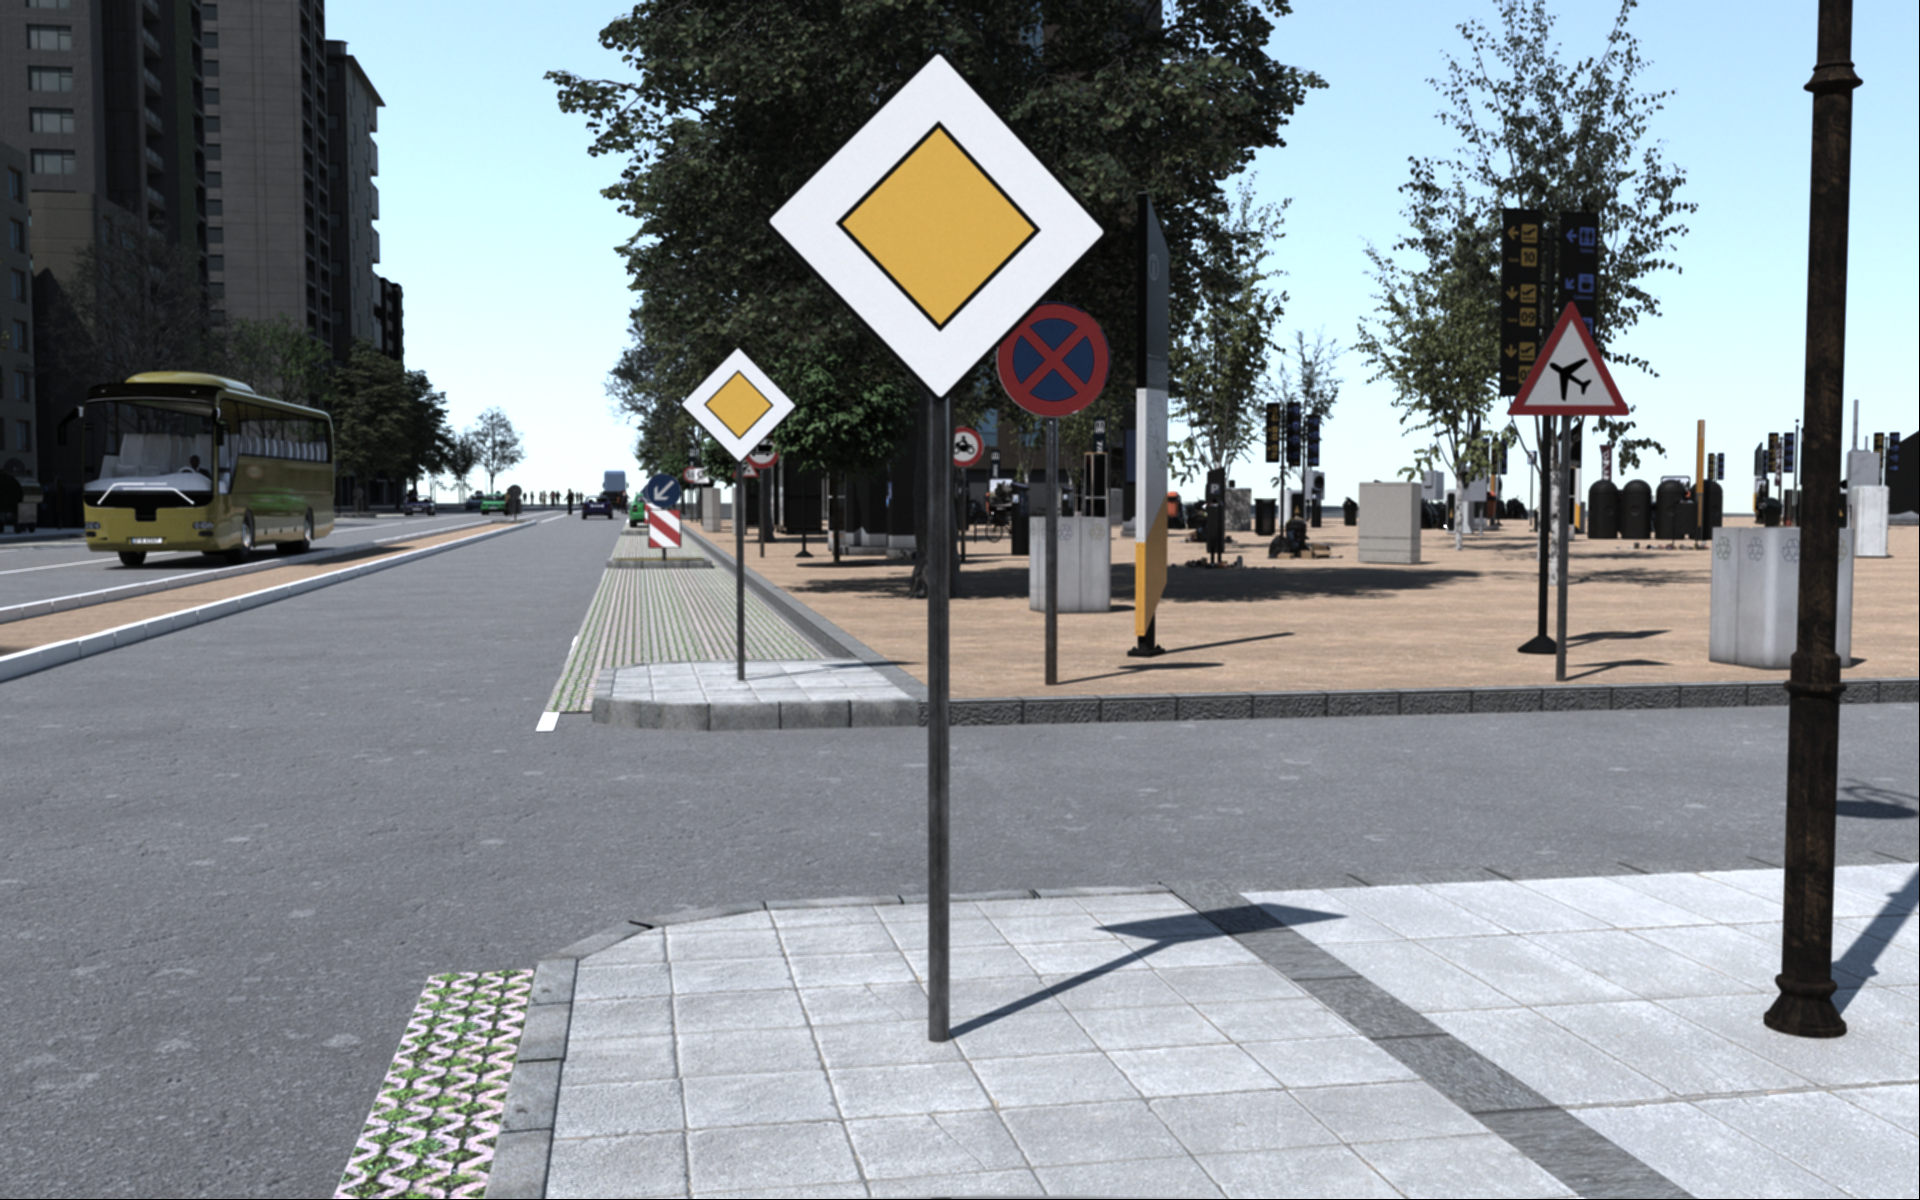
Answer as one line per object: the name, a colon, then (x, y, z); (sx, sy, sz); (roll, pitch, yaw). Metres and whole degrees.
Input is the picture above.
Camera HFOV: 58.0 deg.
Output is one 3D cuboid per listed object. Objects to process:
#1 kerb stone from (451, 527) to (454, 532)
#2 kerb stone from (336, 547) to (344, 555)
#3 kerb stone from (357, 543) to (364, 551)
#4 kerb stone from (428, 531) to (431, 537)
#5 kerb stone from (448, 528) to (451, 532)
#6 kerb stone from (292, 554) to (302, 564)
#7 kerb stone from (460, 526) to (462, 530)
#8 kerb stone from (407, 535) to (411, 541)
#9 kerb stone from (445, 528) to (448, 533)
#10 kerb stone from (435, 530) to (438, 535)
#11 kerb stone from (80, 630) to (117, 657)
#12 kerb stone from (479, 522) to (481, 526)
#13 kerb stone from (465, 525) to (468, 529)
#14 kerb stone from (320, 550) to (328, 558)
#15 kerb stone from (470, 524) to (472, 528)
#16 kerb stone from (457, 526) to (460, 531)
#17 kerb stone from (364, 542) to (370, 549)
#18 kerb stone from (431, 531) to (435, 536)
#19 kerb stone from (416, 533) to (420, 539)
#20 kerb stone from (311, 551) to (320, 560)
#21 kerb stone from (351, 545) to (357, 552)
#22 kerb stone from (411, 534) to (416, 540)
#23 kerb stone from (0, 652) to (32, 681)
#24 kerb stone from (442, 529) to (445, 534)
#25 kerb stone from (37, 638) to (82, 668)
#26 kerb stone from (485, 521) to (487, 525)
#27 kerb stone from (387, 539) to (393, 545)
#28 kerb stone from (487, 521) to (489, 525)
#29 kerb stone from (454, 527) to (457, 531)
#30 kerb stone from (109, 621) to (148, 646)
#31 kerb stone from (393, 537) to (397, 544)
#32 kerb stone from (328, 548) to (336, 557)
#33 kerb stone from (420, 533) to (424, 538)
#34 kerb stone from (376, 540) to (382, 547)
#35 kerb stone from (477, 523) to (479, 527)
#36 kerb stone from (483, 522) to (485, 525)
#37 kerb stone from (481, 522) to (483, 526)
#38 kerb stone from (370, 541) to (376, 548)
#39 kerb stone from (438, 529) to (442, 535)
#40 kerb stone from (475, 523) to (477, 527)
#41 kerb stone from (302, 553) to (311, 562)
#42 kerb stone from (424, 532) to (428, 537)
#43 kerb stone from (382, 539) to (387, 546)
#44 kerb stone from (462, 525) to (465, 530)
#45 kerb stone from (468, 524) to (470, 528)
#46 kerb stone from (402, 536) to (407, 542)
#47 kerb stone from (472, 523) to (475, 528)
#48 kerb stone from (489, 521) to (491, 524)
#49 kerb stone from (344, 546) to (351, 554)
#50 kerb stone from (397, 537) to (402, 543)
kerb stone: (-19.098, -2.593, 64.657); (0.120, 0.150, 1.000); (-1, 4, -10)
kerb stone: (-14.594, -1.117, 40.452); (0.120, 0.150, 1.000); (-1, 4, -10)
kerb stone: (-15.159, -1.298, 43.478); (0.120, 0.150, 1.000); (-1, 4, -10)
kerb stone: (-17.787, -2.161, 57.587); (0.120, 0.150, 1.000); (-1, 4, -10)
kerb stone: (-18.914, -2.535, 63.640); (0.120, 0.150, 1.000); (-1, 4, -10)
kerb stone: (-13.670, -0.807, 35.407); (0.120, 0.150, 1.000); (-1, 4, -10)
kerb stone: (-19.656, -2.782, 67.681); (0.120, 0.150, 1.000); (-1, 4, -10)
kerb stone: (-16.857, -1.850, 52.553); (0.120, 0.150, 1.000); (-1, 4, -10)
kerb stone: (-18.720, -2.473, 62.637); (0.120, 0.150, 1.000); (-1, 4, -10)
kerb stone: (-18.170, -2.287, 59.608); (0.120, 0.150, 1.000); (-1, 4, -10)
kerb stone: (-7.880, 0.405, 15.706); (0.120, 0.150, 1.000); (-1, 4, -10)
kerb stone: (-21.165, -3.274, 75.767); (0.120, 0.150, 1.000); (-1, 4, -10)
kerb stone: (-20.030, -2.906, 69.702); (0.120, 0.150, 1.000); (-1, 4, -10)
kerb stone: (-14.230, -0.993, 38.432); (0.120, 0.150, 1.000); (-1, 4, -10)
kerb stone: (-20.412, -3.029, 71.725); (0.120, 0.150, 1.000); (-1, 4, -10)
kerb stone: (-19.472, -2.720, 66.672); (0.120, 0.150, 1.000); (-1, 4, -10)
kerb stone: (-15.353, -1.361, 44.482); (0.120, 0.150, 1.000); (-1, 4, -10)
kerb stone: (-17.972, -2.225, 58.599); (0.120, 0.150, 1.000); (-1, 4, -10)
kerb stone: (-17.215, -1.980, 54.568); (0.120, 0.150, 1.000); (-1, 4, -10)
kerb stone: (-14.039, -0.932, 37.428); (0.120, 0.150, 1.000); (-1, 4, -10)
kerb stone: (-14.985, -1.240, 42.471); (0.120, 0.150, 1.000); (-1, 4, -10)
kerb stone: (-17.035, -1.918, 53.559); (0.120, 0.150, 1.000); (-1, 4, -10)
kerb stone: (-7.499, 0.520, 13.687); (0.120, 0.150, 1.000); (-1, 4, -10)
kerb stone: (-18.540, -2.406, 61.619); (0.120, 0.150, 1.000); (-1, 4, -10)
kerb stone: (-7.696, 0.458, 14.700); (0.120, 0.150, 1.000); (-1, 4, -10)
kerb stone: (-21.722, -3.462, 78.791); (0.120, 0.150, 1.000); (-1, 4, -10)
kerb stone: (-16.101, -1.610, 48.517); (0.120, 0.150, 1.000); (-1, 4, -10)
kerb stone: (-21.909, -3.520, 79.799); (0.120, 0.150, 1.000); (-1, 4, -10)
kerb stone: (-19.288, -2.658, 65.667); (0.120, 0.150, 1.000); (-1, 4, -10)
kerb stone: (-8.064, 0.337, 16.711); (0.120, 0.150, 1.000); (-1, 4, -10)
kerb stone: (-16.290, -1.667, 49.523); (0.120, 0.150, 1.000); (-1, 4, -10)
kerb stone: (-14.420, -1.055, 39.445); (0.120, 0.150, 1.000); (-1, 4, -10)
kerb stone: (-17.416, -2.042, 55.576); (0.120, 0.150, 1.000); (-1, 4, -10)
kerb stone: (-15.725, -1.486, 46.496); (0.120, 0.150, 1.000); (-1, 4, -10)
kerb stone: (-20.969, -3.211, 74.750); (0.120, 0.150, 1.000); (-1, 4, -10)
kerb stone: (-21.535, -3.400, 77.787); (0.120, 0.150, 1.000); (-1, 4, -10)
kerb stone: (-21.350, -3.338, 76.772); (0.120, 0.150, 1.000); (-1, 4, -10)
kerb stone: (-15.544, -1.423, 45.486); (0.120, 0.150, 1.000); (-1, 4, -10)
kerb stone: (-18.346, -2.350, 60.615); (0.120, 0.150, 1.000); (-1, 4, -10)
kerb stone: (-20.781, -3.153, 73.745); (0.120, 0.150, 1.000); (-1, 4, -10)
kerb stone: (-13.857, -0.870, 36.423); (0.120, 0.150, 1.000); (-1, 4, -10)
kerb stone: (-17.599, -2.100, 56.582); (0.120, 0.150, 1.000); (-1, 4, -10)
kerb stone: (-15.919, -1.548, 47.512); (0.120, 0.150, 1.000); (-1, 4, -10)
kerb stone: (-19.847, -2.839, 68.692); (0.120, 0.150, 1.000); (-1, 4, -10)
kerb stone: (-20.230, -2.968, 70.717); (0.120, 0.150, 1.000); (-1, 4, -10)
kerb stone: (-16.666, -1.793, 51.532); (0.120, 0.150, 1.000); (-1, 4, -10)
kerb stone: (-20.590, -3.089, 72.735); (0.120, 0.150, 1.000); (-1, 4, -10)
kerb stone: (-22.099, -3.585, 80.810); (0.120, 0.150, 1.000); (-1, 4, -10)
kerb stone: (-14.795, -1.174, 41.461); (0.120, 0.150, 1.000); (-1, 4, -10)
kerb stone: (-16.473, -1.723, 50.529); (0.120, 0.150, 1.000); (-1, 4, -10)
